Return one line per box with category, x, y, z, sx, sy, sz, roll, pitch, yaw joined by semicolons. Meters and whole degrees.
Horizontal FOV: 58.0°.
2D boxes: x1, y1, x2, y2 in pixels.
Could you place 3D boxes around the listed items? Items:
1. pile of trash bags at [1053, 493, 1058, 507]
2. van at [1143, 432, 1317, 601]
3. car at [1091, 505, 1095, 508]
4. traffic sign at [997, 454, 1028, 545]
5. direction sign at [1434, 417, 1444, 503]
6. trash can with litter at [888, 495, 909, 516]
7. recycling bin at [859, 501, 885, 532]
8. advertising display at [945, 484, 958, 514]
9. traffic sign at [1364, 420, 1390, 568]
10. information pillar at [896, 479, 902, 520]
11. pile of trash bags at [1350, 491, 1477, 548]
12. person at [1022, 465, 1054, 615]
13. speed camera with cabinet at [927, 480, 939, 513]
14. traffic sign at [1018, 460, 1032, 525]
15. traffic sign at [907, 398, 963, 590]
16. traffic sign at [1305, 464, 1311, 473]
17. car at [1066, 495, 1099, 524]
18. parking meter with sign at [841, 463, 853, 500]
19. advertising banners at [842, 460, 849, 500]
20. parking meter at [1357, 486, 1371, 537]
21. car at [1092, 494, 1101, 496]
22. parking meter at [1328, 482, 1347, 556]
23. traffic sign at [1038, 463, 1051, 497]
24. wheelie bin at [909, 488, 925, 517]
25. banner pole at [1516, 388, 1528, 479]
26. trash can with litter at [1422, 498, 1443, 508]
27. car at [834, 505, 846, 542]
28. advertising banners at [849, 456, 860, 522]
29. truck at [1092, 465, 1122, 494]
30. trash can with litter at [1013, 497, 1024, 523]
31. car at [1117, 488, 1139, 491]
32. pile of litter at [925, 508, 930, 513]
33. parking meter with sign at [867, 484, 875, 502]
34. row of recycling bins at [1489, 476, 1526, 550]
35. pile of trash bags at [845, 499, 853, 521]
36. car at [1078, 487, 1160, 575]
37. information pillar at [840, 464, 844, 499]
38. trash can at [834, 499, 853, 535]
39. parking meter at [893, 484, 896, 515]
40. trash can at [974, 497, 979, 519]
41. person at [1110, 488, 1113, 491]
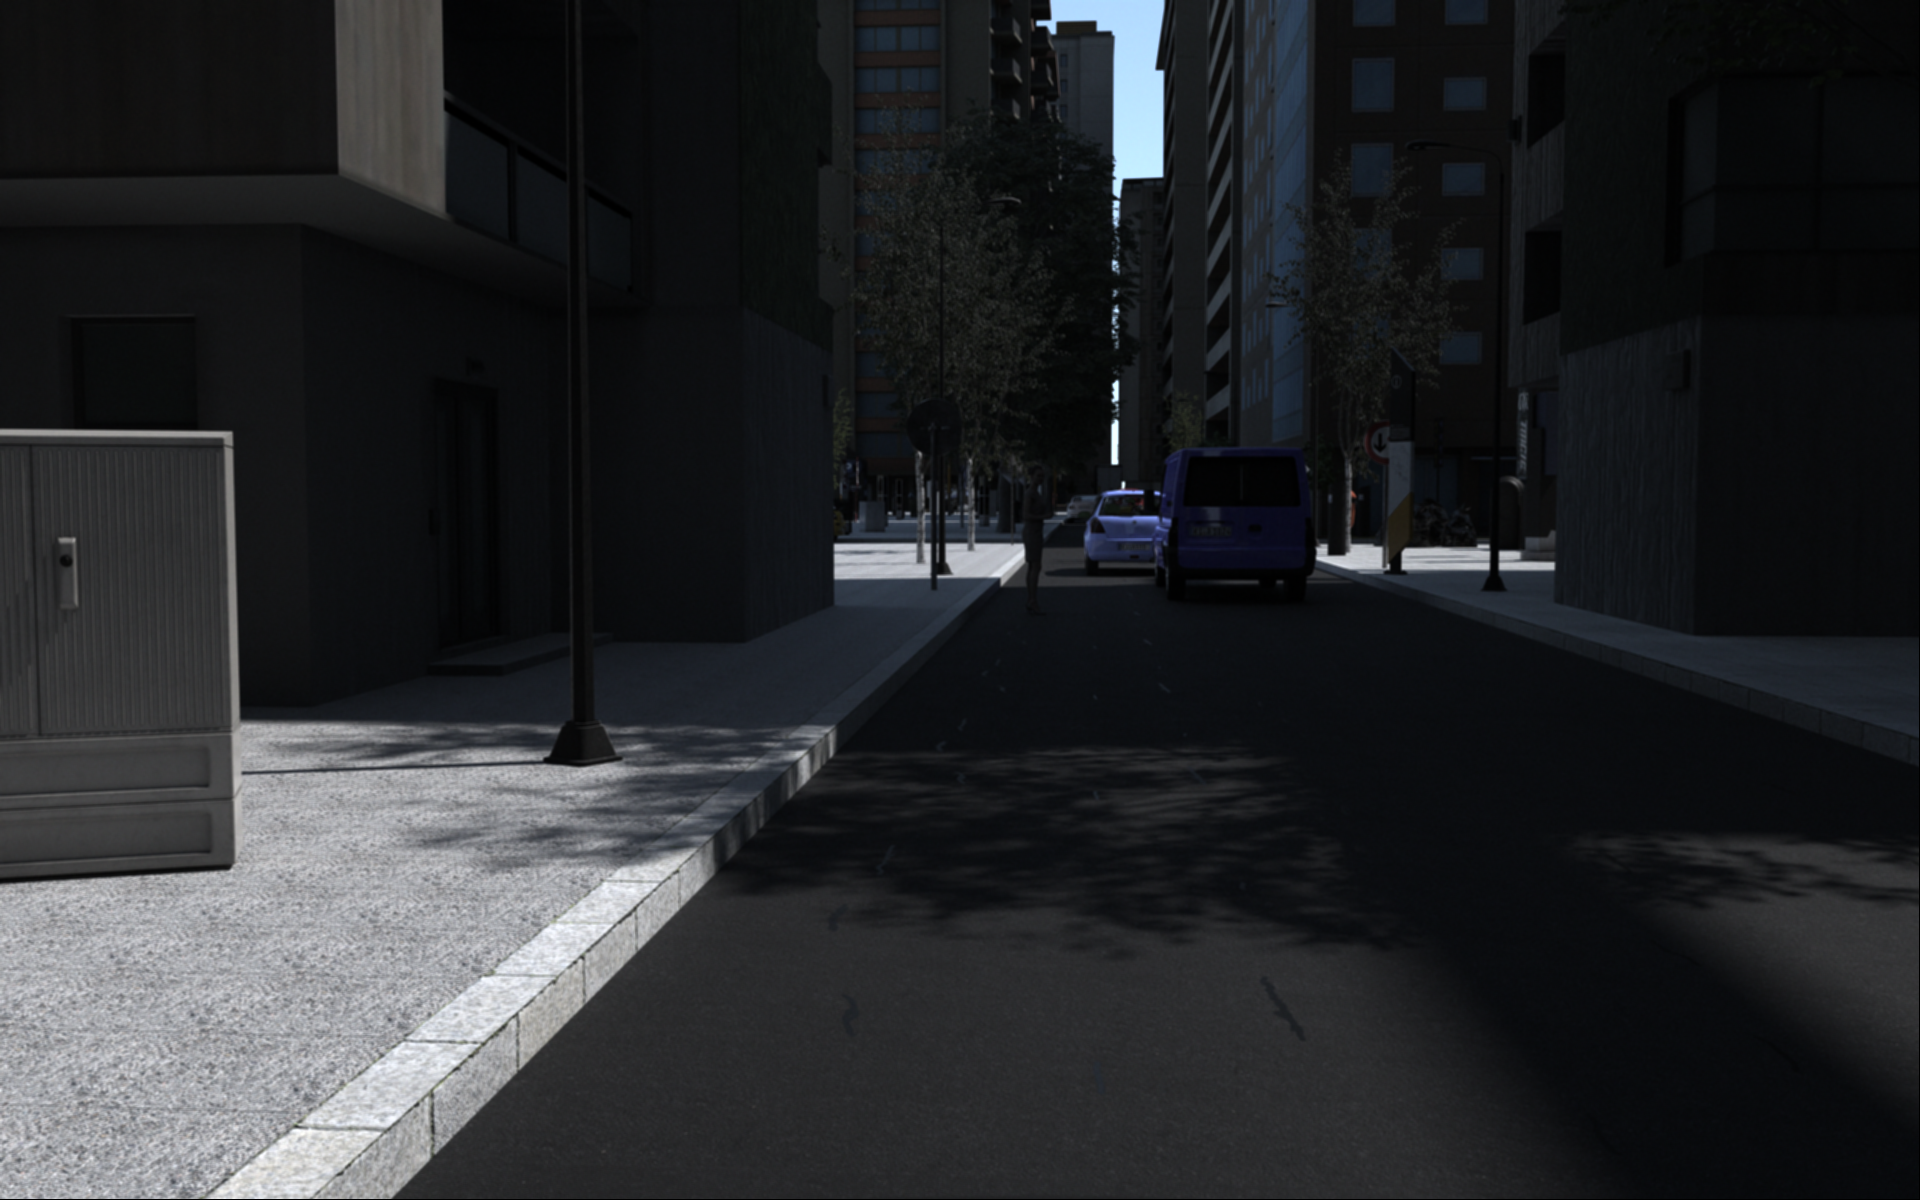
pile of trash bags;5.071;-6.419;114.699;3.447;1.369;1.912;-3;4;-38
van;3.835;-1.262;25.016;2.240;2.365;5.245;0;4;4
car;6.108;-3.504;67.513;2.015;1.641;3.980;0;4;5
traffic sign;1.311;-2.425;43.290;0.795;2.450;0.064;0;4;4
direction sign;14.171;-3.629;51.331;0.379;3.537;0.876;0;4;0
trash can with litter;-3.980;-5.519;101.298;2.233;1.210;1.678;3;5;41
recycling bin;-2.994;-2.840;58.984;0.722;1.027;0.722;-1;4;-21
advertising display;-0.565;-6.467;110.951;0.974;1.923;0.123;2;4;24
traffic sign;7.346;-1.821;29.875;0.768;2.556;0.104;1;4;9
information pillar;-3.038;-5.020;86.561;0.304;2.012;0.304;0;4;-3
pile of trash bags;10.685;-1.978;42.088;3.447;1.369;1.912;-1;4;-9
person;0.928;-0.731;20.786;0.374;1.781;0.599;1;4;15
speed camera with cabinet;-1.761;-7.428;115.787;0.660;3.252;2.038;1;4;10
traffic sign;1.924;-2.912;51.252;0.795;2.450;0.064;0;4;4
traffic sign;-0.349;-1.407;23.106;0.768;2.556;0.104;1;4;13
traffic sign;8.234;-2.391;42.739;0.795;2.450;0.064;0;4;4
car;6.240;-4.466;85.380;2.083;1.381;4.827;0;4;6
parking meter with sign;-6.266;-6.038;94.989;0.543;3.016;1.738;0;4;6
advertising banners;-5.624;-5.694;89.286;0.090;3.025;2.074;1;4;22
parking meter;12.054;-2.648;51.700;0.372;1.533;0.369;0;3;0
car;10.868;-7.620;136.594;2.014;1.417;4.499;0;4;3
parking meter;7.888;-1.701;36.223;0.372;1.533;0.369;0;3;0
traffic sign;3.322;-4.314;70.643;0.768;2.556;0.104;1;4;9
wheelie bin;-2.406;-5.333;95.097;0.980;1.594;0.693;-3;5;-44
banner pole;11.655;-2.786;35.572;0.401;3.779;0.863;-1;4;-15
trash can with litter;13.793;-2.364;50.031;1.055;1.170;0.624;-2;4;-24
car;-5.254;-2.381;49.149;3.980;1.641;2.015;0;4;5
advertising banners;-4.778;-5.078;79.207;0.090;3.025;2.074;0;4;3
truck;14.432;-11.061;169.766;2.839;4.237;11.283;0;4;3
trash can with litter;2.618;-3.945;75.891;1.055;1.170;0.624;-1;4;-14
car;11.366;-6.637;117.192;2.281;1.827;5.304;0;4;4
pile of litter;-2.008;-6.468;119.722;1.176;0.858;1.719;3;5;43
parking meter with sign;-6.781;-7.998;127.031;0.543;3.016;1.738;2;4;25
row of recycling bins;13.638;-1.965;39.239;1.069;1.692;3.534;-3;5;-43
pile of trash bags;-6.757;-4.463;82.714;1.912;1.369;3.447;3;5;42
car;3.137;-1.357;31.785;1.945;1.707;3.694;0;4;3
information pillar;-8.332;-8.079;123.439;0.504;3.616;0.183;3;5;44
trash can;-3.693;-2.606;54.265;0.748;1.137;0.748;0;3;0
parking meter;-3.791;-5.977;103.436;0.399;1.863;0.255;-1;4;-15
trash can;0.842;-4.847;90.899;0.748;1.137;0.748;0;3;0
person;9.204;-5.897;105.191;0.678;1.792;0.850;1;4;18
